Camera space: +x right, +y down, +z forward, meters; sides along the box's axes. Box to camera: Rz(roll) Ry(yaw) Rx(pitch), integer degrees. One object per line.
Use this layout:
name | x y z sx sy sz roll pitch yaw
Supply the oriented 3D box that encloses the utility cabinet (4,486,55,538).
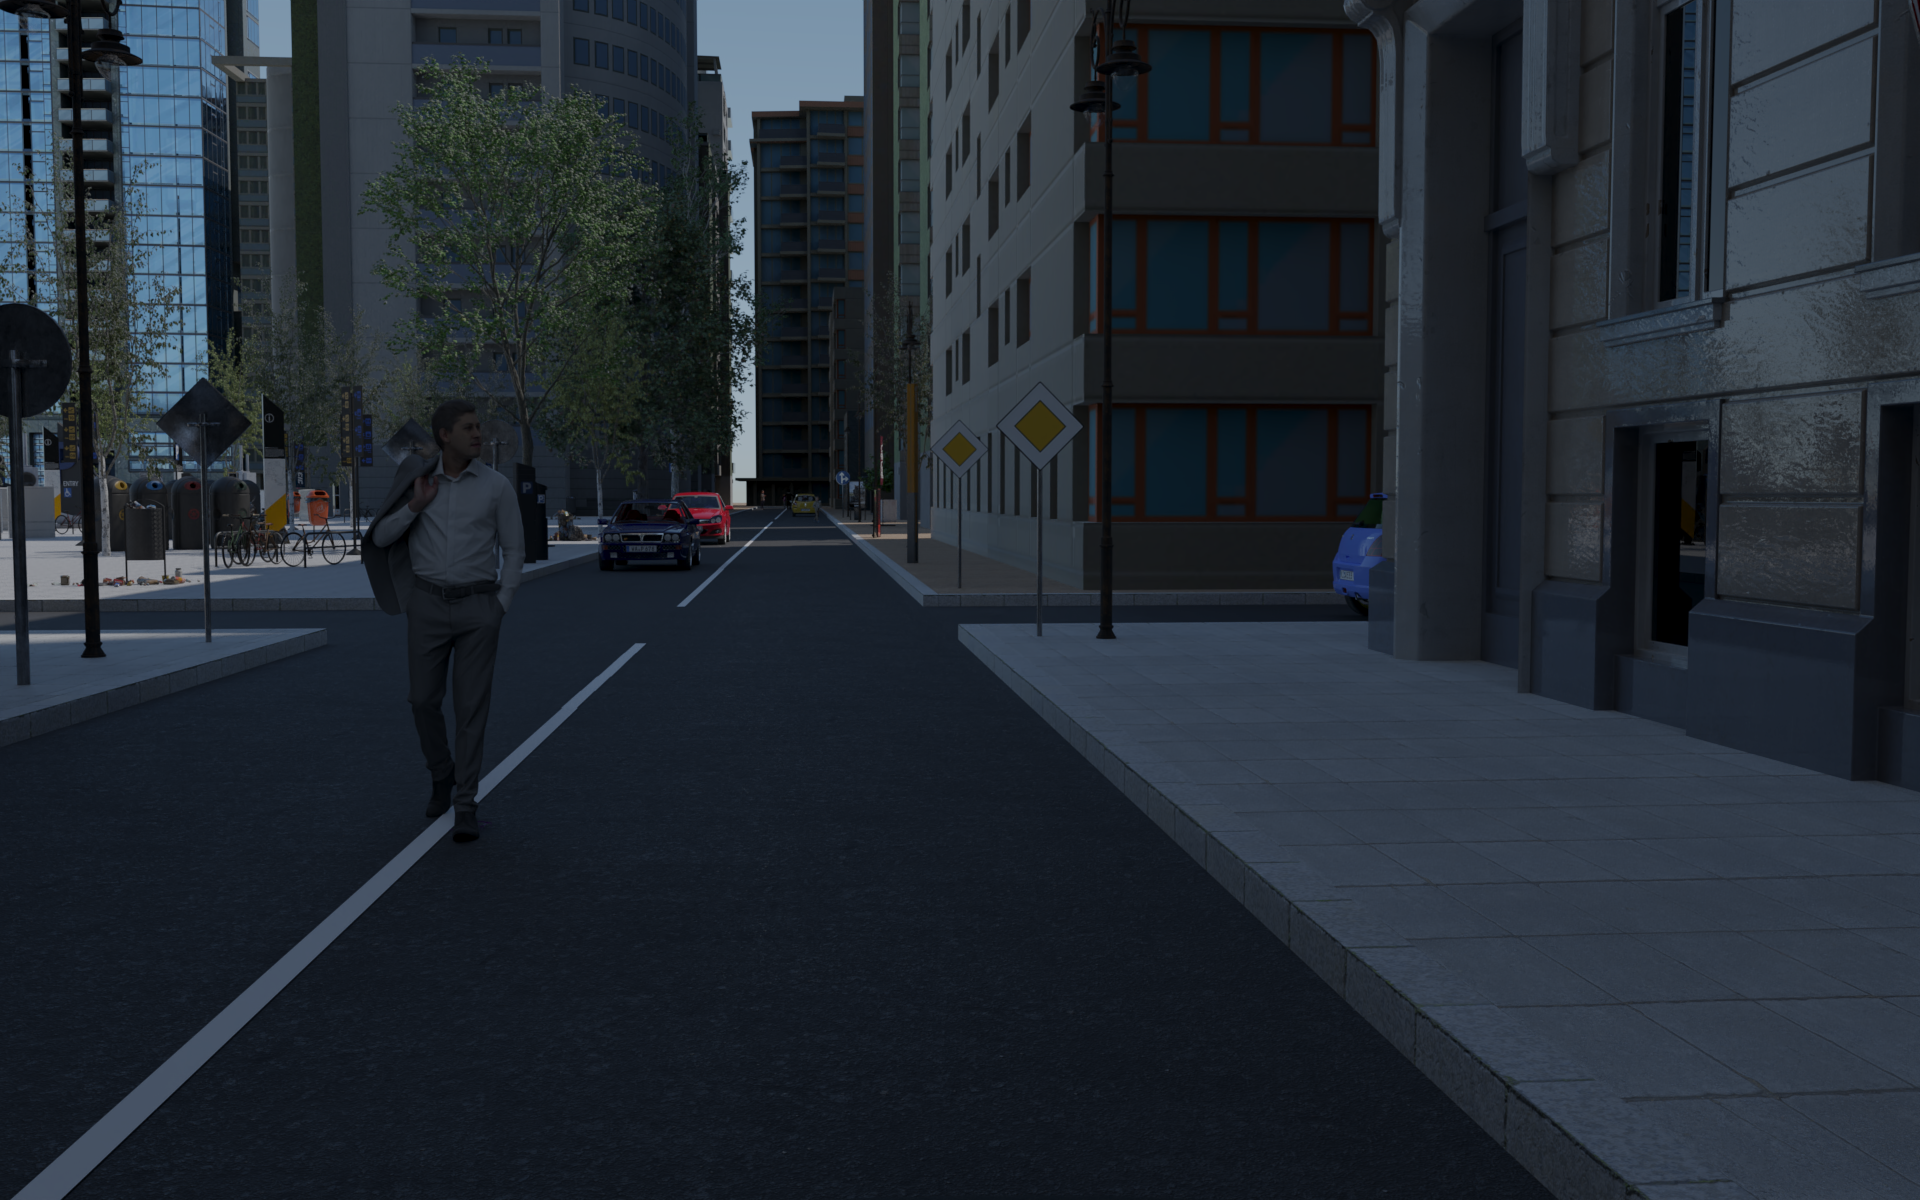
utility cabinet | -26.786 -2.524 49.946 1.173 1.500 0.318 -2 4 -34

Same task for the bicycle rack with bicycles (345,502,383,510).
bicycle rack with bicycles | -26.210 -3.949 77.948 2.852 0.926 2.925 1 4 15

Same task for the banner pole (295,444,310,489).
banner pole | -31.663 -5.721 83.550 0.863 3.779 0.401 -3 4 -37

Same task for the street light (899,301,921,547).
street light | -1.205 -4.209 41.601 0.468 5.910 1.993 0 4 -5

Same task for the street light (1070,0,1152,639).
street light | 1.299 -2.595 15.215 0.468 5.910 1.993 0 4 -5

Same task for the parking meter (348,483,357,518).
parking meter | -32.743 -5.364 93.412 0.399 1.863 0.255 1 4 17

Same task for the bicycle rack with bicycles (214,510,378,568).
bicycle rack with bicycles | -12.202 -1.077 30.994 2.852 0.926 2.925 1 4 14

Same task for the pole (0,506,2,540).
pole | -26.848 -3.327 48.237 0.158 3.312 0.155 0 3 0

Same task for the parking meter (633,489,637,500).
parking meter | -14.667 -4.294 78.616 0.372 1.533 0.369 0 3 0

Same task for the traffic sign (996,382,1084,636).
traffic sign | 0.714 -0.729 15.564 0.795 2.450 0.064 0 4 -5

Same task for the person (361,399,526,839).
person | -2.211 0.071 7.434 0.679 1.850 0.850 -1 4 -13

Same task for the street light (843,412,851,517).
street light | -6.304 -7.625 97.451 0.468 5.910 1.993 0 4 -5

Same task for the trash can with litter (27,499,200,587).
trash can with litter | -11.965 -0.826 24.555 2.233 1.210 1.678 -1 4 -17

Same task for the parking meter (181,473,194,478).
parking meter | -21.535 -2.607 48.333 0.255 1.863 0.399 -1 4 -9

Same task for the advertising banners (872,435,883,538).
advertising banners | -2.423 -3.368 51.259 0.090 3.025 2.074 0 4 6

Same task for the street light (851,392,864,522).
street light | -4.562 -6.465 78.488 0.468 5.910 1.993 0 4 -5

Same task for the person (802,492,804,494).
person | -12.599 -7.872 138.680 0.415 1.643 0.593 -3 5 -41

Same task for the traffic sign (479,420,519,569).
traffic sign | -7.935 -1.805 29.625 0.768 2.556 0.104 0 4 -5

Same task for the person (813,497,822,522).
person | -7.204 -4.571 87.508 0.475 1.303 0.640 -3 5 -40

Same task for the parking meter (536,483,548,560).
parking meter | -8.202 -1.544 33.658 0.372 1.533 0.369 0 3 0

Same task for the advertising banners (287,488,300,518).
advertising banners | -34.340 -5.659 88.720 2.074 3.025 0.090 3 4 36

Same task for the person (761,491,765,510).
person | -17.967 -9.161 158.816 0.750 1.759 0.617 2 4 31

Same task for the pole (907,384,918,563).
pole | -0.878 -2.339 32.084 0.158 3.312 0.155 0 3 0

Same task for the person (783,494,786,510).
person | -16.214 -9.033 159.405 0.599 1.433 0.991 0 4 -4

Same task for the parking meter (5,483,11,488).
parking meter | -47.973 -4.989 87.284 0.399 1.863 0.255 0 4 -2

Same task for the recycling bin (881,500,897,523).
recycling bin | -3.291 -4.029 78.420 0.722 1.027 0.722 -1 4 -17

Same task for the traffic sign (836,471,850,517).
traffic sign | -6.402 -5.794 94.833 0.768 2.556 0.104 0 4 -4

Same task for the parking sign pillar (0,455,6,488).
parking sign pillar | -47.394 -5.878 84.574 1.447 3.967 1.447 -1 4 -12

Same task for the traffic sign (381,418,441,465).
traffic sign | -7.225 -1.177 22.883 0.795 2.450 0.064 0 4 -5

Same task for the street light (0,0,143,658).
street light | -6.820 -2.487 13.454 0.468 5.910 1.993 0 4 -5

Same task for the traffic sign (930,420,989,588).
traffic sign | -0.009 -1.216 23.516 0.795 2.450 0.064 0 4 -5

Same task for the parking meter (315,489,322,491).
parking meter | -31.416 -4.675 84.849 0.372 1.533 0.369 0 3 0

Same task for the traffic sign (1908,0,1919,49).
traffic sign | 1.957 -0.175 2.975 0.768 2.556 0.104 0 4 0

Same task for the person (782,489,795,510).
person | -15.243 -8.941 154.312 1.348 1.869 0.705 0 4 3

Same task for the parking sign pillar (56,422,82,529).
parking sign pillar | -33.206 -4.663 64.708 1.447 3.967 1.447 1 4 17

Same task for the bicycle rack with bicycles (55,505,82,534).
bicycle rack with bicycles | -27.061 -2.576 55.504 2.925 0.926 2.852 2 4 26

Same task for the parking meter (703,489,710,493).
parking meter | -13.755 -5.244 94.155 0.372 1.533 0.369 0 3 0

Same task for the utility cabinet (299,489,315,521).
utility cabinet | -31.060 -4.506 82.352 0.318 1.500 1.173 -3 5 -44

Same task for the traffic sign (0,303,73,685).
traffic sign | -6.300 -0.702 11.576 0.768 2.556 0.104 0 4 4

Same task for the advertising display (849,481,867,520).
advertising display | -5.020 -4.881 85.024 0.974 1.923 0.123 2 4 29

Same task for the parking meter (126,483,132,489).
parking meter | -42.027 -5.022 87.820 0.399 1.863 0.255 -1 4 -20

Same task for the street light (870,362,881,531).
street light | -2.935 -5.354 60.328 0.468 5.910 1.993 0 4 -5

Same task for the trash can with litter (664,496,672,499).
trash can with litter | -14.449 -4.485 84.717 0.624 1.170 1.055 2 4 30

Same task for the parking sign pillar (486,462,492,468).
parking sign pillar | -24.721 -6.175 89.441 1.447 3.967 1.447 2 4 30

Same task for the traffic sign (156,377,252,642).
traffic sign | -6.502 -0.690 14.931 0.795 2.450 0.064 0 4 -5

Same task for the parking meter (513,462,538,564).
parking meter | -8.043 -1.612 32.063 0.399 1.863 0.255 -2 4 -33

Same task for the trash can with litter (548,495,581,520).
trash can with litter | -19.958 -4.647 87.041 2.233 1.210 1.678 -3 4 -38

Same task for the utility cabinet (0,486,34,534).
utility cabinet | -32.633 -3.110 59.531 1.173 1.500 0.318 -1 4 -12

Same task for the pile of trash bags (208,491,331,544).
pile of trash bags | -17.998 -2.145 44.817 3.447 1.369 1.912 -3 5 -44
